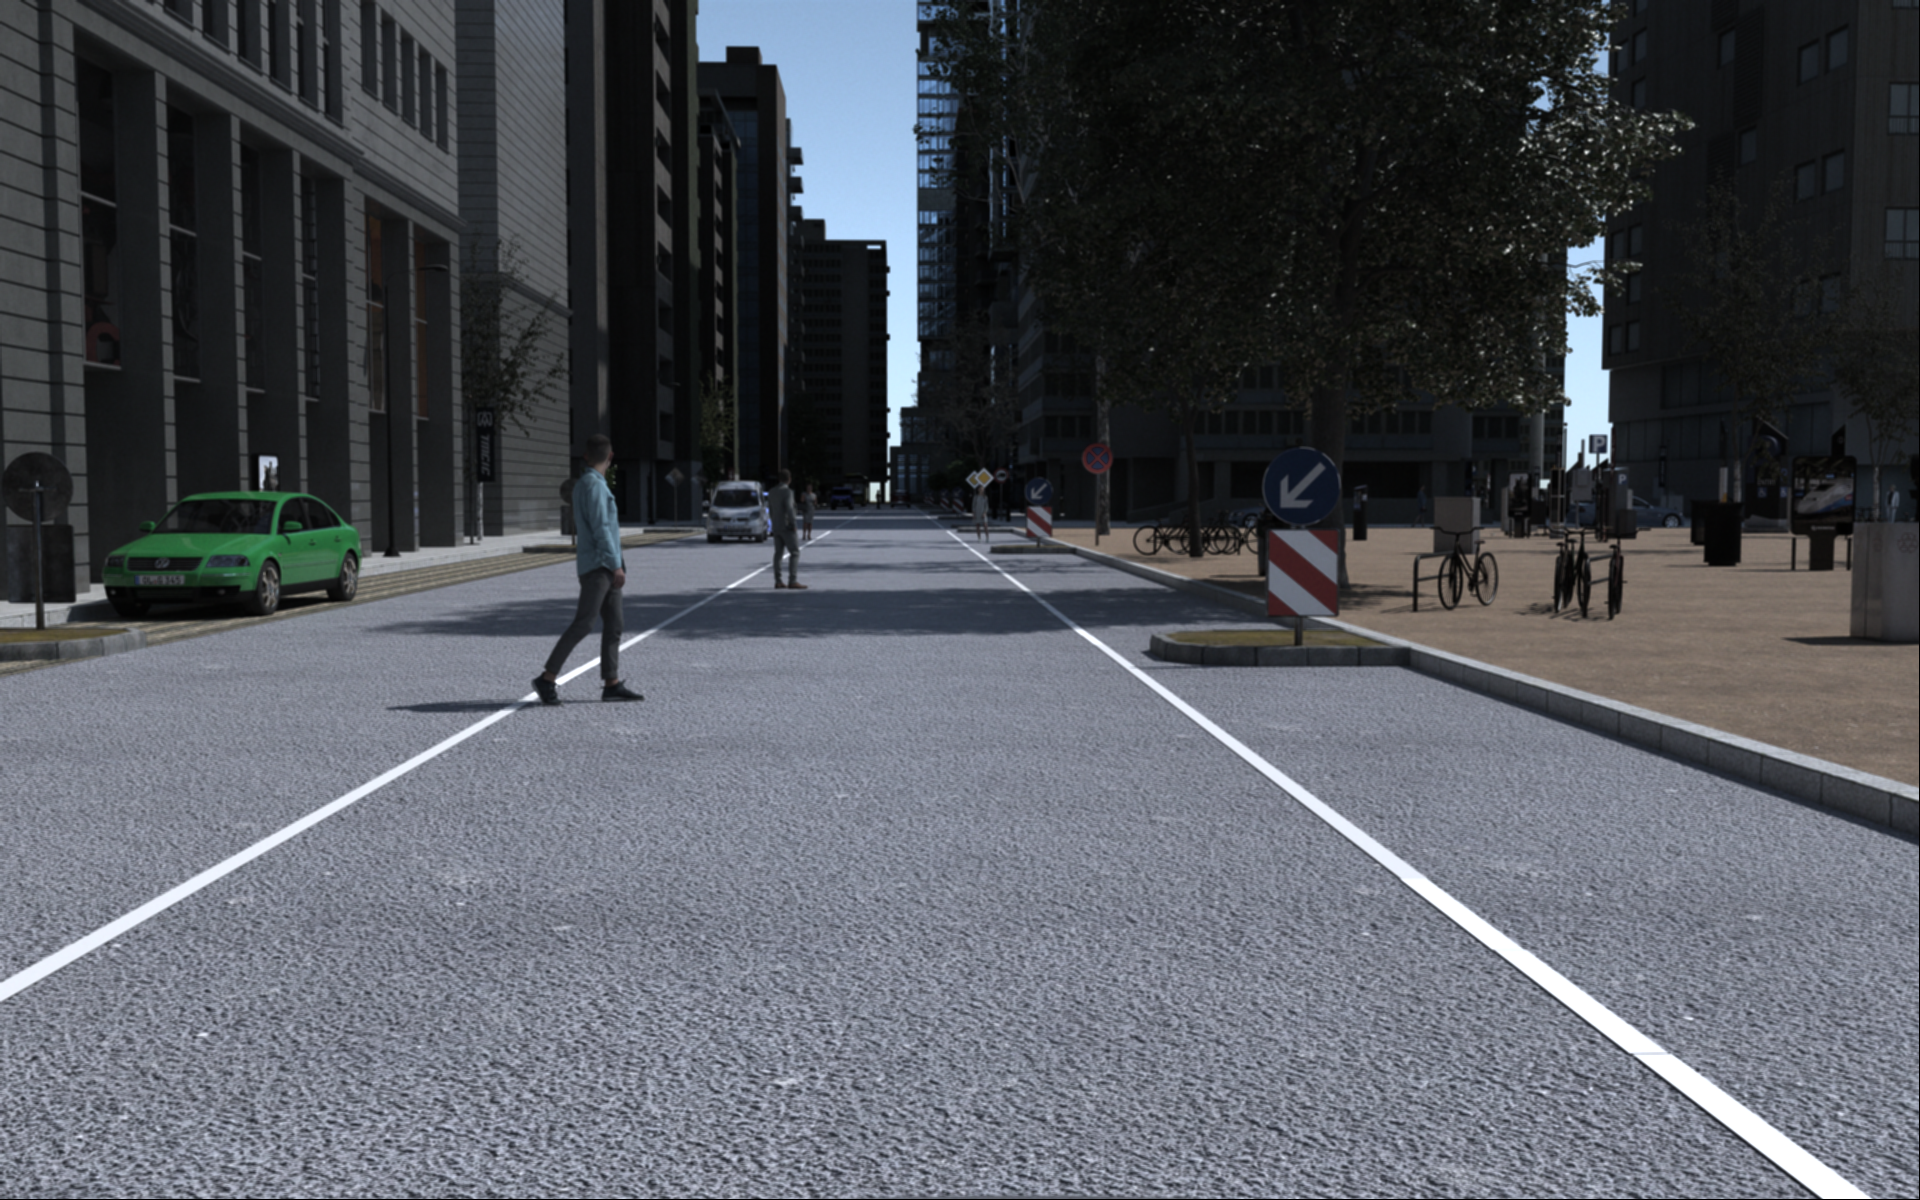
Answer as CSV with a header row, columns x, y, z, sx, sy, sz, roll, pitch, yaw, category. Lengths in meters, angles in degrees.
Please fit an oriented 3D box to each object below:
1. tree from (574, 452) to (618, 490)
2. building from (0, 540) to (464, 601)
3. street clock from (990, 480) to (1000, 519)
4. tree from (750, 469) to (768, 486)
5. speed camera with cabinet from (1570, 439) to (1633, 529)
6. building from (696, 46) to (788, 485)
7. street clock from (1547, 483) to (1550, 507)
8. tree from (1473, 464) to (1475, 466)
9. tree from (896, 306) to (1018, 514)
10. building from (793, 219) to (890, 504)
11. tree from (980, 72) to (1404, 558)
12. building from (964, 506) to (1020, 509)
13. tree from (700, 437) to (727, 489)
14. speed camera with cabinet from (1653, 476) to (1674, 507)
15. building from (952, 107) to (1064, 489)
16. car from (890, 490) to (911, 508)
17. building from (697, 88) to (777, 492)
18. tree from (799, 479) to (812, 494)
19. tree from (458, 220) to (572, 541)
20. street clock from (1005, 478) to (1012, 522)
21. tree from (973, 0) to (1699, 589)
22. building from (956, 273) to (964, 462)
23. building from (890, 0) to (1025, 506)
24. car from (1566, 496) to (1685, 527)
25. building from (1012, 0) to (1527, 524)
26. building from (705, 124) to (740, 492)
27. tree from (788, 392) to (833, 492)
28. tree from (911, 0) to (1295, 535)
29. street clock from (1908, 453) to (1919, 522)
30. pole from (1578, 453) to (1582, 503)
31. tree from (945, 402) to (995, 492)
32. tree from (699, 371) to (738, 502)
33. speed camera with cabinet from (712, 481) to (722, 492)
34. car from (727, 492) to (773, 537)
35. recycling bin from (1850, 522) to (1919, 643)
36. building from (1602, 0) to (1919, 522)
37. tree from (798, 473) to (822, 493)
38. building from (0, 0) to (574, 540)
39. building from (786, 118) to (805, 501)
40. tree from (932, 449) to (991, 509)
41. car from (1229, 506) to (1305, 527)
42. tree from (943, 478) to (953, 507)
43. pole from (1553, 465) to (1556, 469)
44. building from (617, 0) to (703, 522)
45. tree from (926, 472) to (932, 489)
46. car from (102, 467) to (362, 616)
x,y,z,sx,sy,sz,roll,pitch,yaw,category
-13.846,-4.356,65.818,1.663,3.219,1.824,0,3,0,tree
-17.076,-15.256,26.920,11.434,29.767,29.804,0,4,-2,building
1.762,-5.103,88.004,0.471,2.002,0.358,2,4,32,street clock
-15.702,-8.425,132.344,1.663,3.219,1.824,0,3,0,tree
23.222,-4.177,62.632,2.038,3.252,0.660,1,4,17,speed camera with cabinet
-25.148,-32.279,177.878,14.600,45.320,14.200,0,4,-2,building
38.935,-6.709,114.262,0.358,2.002,0.471,3,4,39,street clock
31.415,-7.799,111.231,4.285,4.588,4.351,0,3,0,tree
1.365,-12.360,112.454,12.009,13.543,11.850,0,3,0,tree
-22.010,-33.985,247.541,23.993,40.220,32.217,0,4,-2,building
4.785,-6.163,35.170,8.767,10.594,7.601,0,4,-6,tree
11.550,-52.001,162.879,22.319,86.520,31.000,0,4,-2,building
-14.479,-6.828,95.355,4.285,4.588,4.351,0,3,0,tree
36.690,-5.870,90.308,0.660,3.252,2.038,3,4,37,speed camera with cabinet
10.312,-33.040,194.820,22.147,44.769,28.867,0,4,-2,building
-6.180,-10.478,179.991,2.281,1.827,5.304,0,4,-2,car
-33.415,-28.549,158.662,32.217,40.220,23.993,0,4,-2,building
-17.796,-12.451,198.173,1.663,3.219,1.824,0,3,0,tree
-13.090,-5.956,47.743,4.360,8.622,3.978,0,3,0,tree
2.247,-4.632,80.306,0.358,2.002,0.471,1,4,8,street clock
5.055,-7.129,23.222,9.857,13.997,8.962,0,3,0,tree
6.395,-27.210,216.576,14.160,30.474,14.107,0,4,-2,building
5.645,-56.854,242.239,31.000,86.520,22.319,0,4,-2,building
26.610,-3.499,69.210,4.499,1.417,2.014,0,4,-1,car
15.225,-24.257,88.486,23.993,40.220,32.217,0,4,-2,building
-24.971,-22.236,135.268,14.160,30.474,14.107,0,4,-2,building
-17.789,-16.750,191.989,7.486,12.596,7.792,0,3,0,tree
4.508,-12.001,52.109,12.611,20.169,13.585,0,3,0,tree
17.033,-1.602,30.767,0.358,2.002,0.471,3,5,40,street clock
30.497,-5.590,85.235,0.158,3.312,0.155,0,3,0,pole
1.152,-11.436,137.338,4.360,8.622,3.978,0,3,0,tree
-14.828,-9.260,101.761,4.737,8.622,4.395,0,3,0,tree
-16.334,-7.789,121.680,2.038,3.252,0.660,-2,4,-27,speed camera with cabinet
-6.984,-3.036,59.227,1.945,1.707,3.694,0,4,0,car
8.347,-0.163,15.225,0.722,1.027,0.722,0,4,4,recycling bin
51.497,-30.556,88.837,27.495,52.752,28.713,0,4,-2,building
-19.448,-14.778,225.339,4.285,4.588,4.351,0,3,0,tree
-28.761,-17.070,56.579,29.804,29.767,11.434,0,4,-2,building
-34.364,-36.074,209.424,30.456,49.044,23.786,0,4,-2,building
1.264,-8.459,122.019,4.285,4.588,4.351,0,3,0,tree
13.028,-3.509,69.374,4.499,1.417,2.014,0,4,-1,car
-0.912,-10.970,173.966,1.663,3.219,1.824,0,3,0,tree
41.735,-7.819,121.677,0.158,3.312,0.155,0,3,0,pole
-19.840,-18.858,80.034,14.160,30.474,14.107,0,4,-2,building
-2.685,-14.581,222.119,4.285,4.588,4.351,0,3,0,tree
-8.954,-0.783,21.604,1.959,1.807,4.718,0,4,-1,car
